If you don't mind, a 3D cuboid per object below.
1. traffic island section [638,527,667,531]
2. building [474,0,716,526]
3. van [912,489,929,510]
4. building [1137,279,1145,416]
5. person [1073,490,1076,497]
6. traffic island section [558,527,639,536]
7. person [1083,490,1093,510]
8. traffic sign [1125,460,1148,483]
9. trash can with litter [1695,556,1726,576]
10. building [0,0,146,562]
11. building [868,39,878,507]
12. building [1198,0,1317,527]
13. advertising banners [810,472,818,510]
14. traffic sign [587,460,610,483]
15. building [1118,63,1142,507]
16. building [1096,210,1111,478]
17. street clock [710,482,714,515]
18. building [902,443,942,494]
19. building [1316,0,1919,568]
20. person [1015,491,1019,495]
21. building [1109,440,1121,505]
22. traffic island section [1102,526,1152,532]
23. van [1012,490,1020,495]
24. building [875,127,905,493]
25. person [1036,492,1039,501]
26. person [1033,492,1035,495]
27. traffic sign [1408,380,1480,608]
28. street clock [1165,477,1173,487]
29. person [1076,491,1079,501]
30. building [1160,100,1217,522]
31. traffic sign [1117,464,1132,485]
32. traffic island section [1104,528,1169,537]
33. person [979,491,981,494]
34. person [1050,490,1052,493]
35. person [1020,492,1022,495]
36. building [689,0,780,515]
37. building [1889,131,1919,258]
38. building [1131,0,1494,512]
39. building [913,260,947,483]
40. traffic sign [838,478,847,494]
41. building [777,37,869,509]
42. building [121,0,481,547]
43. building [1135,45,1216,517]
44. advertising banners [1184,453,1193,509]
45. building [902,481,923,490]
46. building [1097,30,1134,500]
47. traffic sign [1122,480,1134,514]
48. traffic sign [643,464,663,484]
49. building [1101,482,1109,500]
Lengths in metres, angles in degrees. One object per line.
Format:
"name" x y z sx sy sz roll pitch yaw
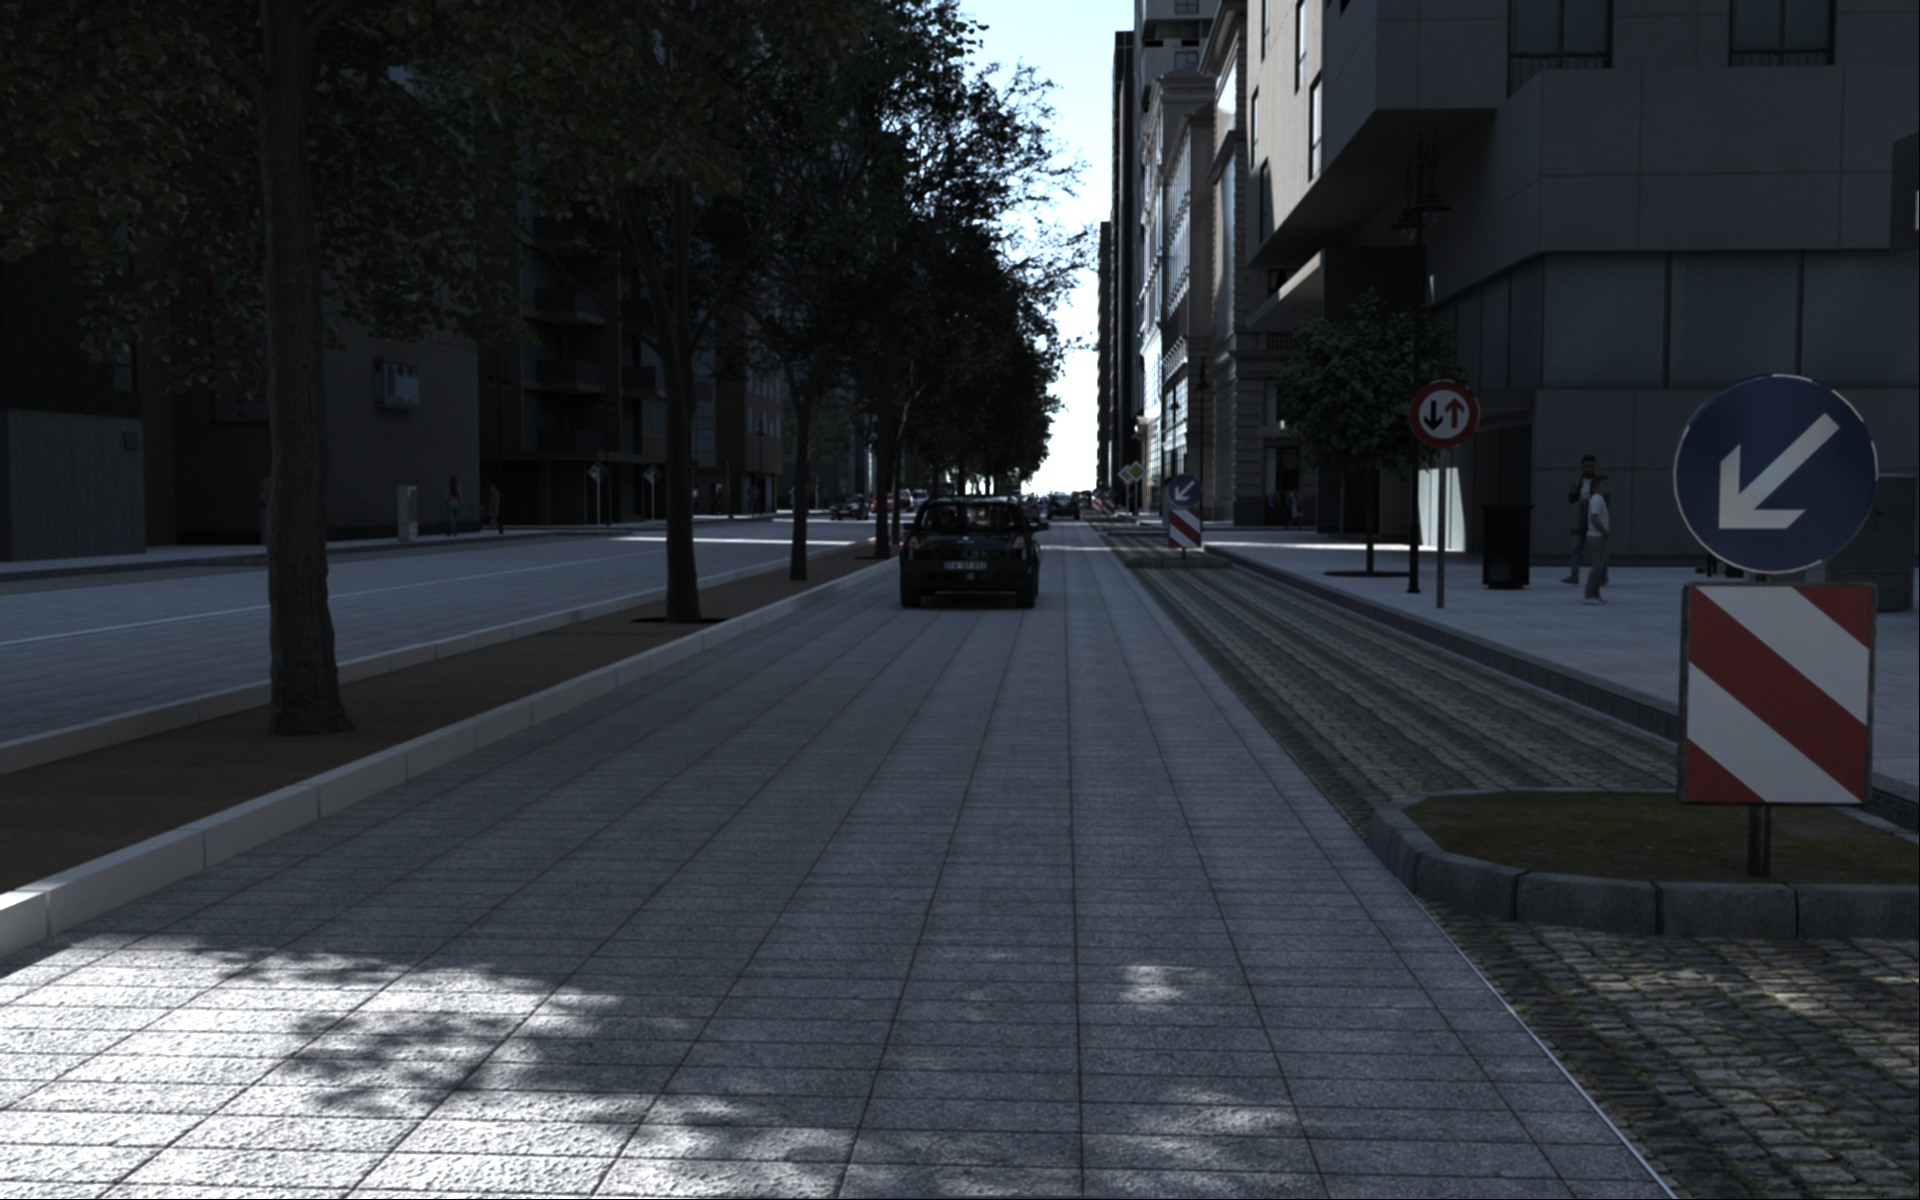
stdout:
"traffic island section" -12.099 -2.802 68.094 2.009 0.180 2.903 0 4 3
"building" -24.212 -26.174 82.562 22.147 44.769 28.867 0 4 3
"van" -3.573 -8.983 153.877 2.013 2.044 4.112 0 4 3
"building" 20.384 -17.595 129.478 13.314 21.916 24.055 0 4 3
"person" 11.770 -10.377 178.303 0.705 1.807 1.348 -1 4 -10
"traffic island section" -12.568 -2.314 60.122 2.009 0.180 2.903 0 4 3
"person" 11.849 -9.121 157.657 1.348 1.821 0.705 2 4 24
"traffic sign" 6.017 -3.471 58.946 0.795 2.593 0.064 0 4 3
"trash can with litter" 12.815 -1.032 27.935 2.233 1.210 1.678 -1 4 -13
"building" -24.973 -15.799 30.016 14.160 30.474 14.107 0 4 3
"building" -19.630 -53.409 185.904 22.319 86.520 31.000 0 4 3
"building" 20.227 -14.838 71.472 19.941 23.489 11.050 0 4 3
"advertising banners" -11.838 -8.856 140.991 0.090 3.025 2.074 -1 4 -22
"traffic sign" -12.544 -3.539 60.054 0.795 2.593 0.064 0 4 3
"building" 23.394 -32.223 176.960 14.600 45.320 14.200 0 4 3
"building" 33.756 -40.696 289.085 21.300 48.544 21.600 0 4 3
"street clock" -14.888 -6.090 104.148 0.358 2.002 0.471 -1 4 -10
"building" -17.566 -25.813 267.076 27.650 21.520 28.899 0 4 3
"building" 21.958 -27.694 42.037 28.713 52.752 27.495 0 4 3
"person" 5.908 -10.285 177.332 0.621 1.740 0.551 -2 4 -32
"building" 28.840 -54.151 198.035 22.319 86.520 31.000 0 4 3
"traffic island section" 6.510 -2.735 66.998 2.009 0.180 2.903 0 4 3
"van" 8.198 -15.644 260.156 2.240 2.365 5.245 0 4 3
"building" -14.212 -34.223 209.658 14.600 45.320 14.200 0 4 3
"person" 10.294 -13.456 229.032 0.721 1.766 1.217 1 4 16
"person" 9.111 -12.419 212.267 0.721 1.743 1.217 -1 4 -9
"traffic sign" 5.406 -1.181 19.415 0.768 2.556 0.104 1 4 11
"street clock" 9.202 -4.341 75.548 0.471 2.002 0.358 -1 4 -18
"person" 13.961 -12.066 205.712 0.705 1.831 1.348 1 4 23
"building" 15.558 -14.605 87.935 9.793 20.994 18.267 0 4 3
"traffic sign" 6.486 -3.959 66.917 0.795 2.593 0.064 0 4 3
"traffic island section" 6.041 -2.247 59.027 2.009 0.180 2.903 0 4 3
"person" 1.750 -8.374 146.127 0.721 1.735 1.217 -3 5 -41
"person" 8.109 -8.866 153.598 1.348 1.807 0.705 -1 4 -21
"person" 8.931 -15.071 255.700 0.721 1.735 1.217 0 4 5
"building" -19.793 -28.367 113.906 14.600 45.320 14.200 0 4 3
"building" 17.710 -23.342 1.244 23.786 49.044 30.456 0 4 3
"building" 29.453 -34.628 155.409 28.713 52.752 27.495 0 4 3
"building" -9.597 -38.980 287.428 14.600 45.320 14.200 0 4 3
"traffic sign" -9.513 -8.590 140.549 0.768 2.556 0.104 1 4 13
"building" -20.324 -37.627 157.198 21.231 58.520 28.212 0 4 3
"building" -27.262 -25.883 46.894 21.600 48.544 21.300 0 4 3
"building" 18.055 -19.624 106.758 13.634 28.700 20.117 0 4 3
"advertising banners" 9.780 -4.766 74.111 0.090 3.025 2.074 0 4 -2
"building" -21.486 -33.542 240.293 32.217 40.220 23.993 0 4 3
"building" 31.554 -50.689 267.015 20.563 71.187 20.611 0 4 3
"traffic sign" 10.805 -6.802 111.316 0.768 2.556 0.104 1 4 11
"traffic sign" -12.075 -4.027 68.025 0.795 2.593 0.064 0 4 3
"building" 36.153 -33.854 245.392 32.217 40.220 23.993 0 4 3
